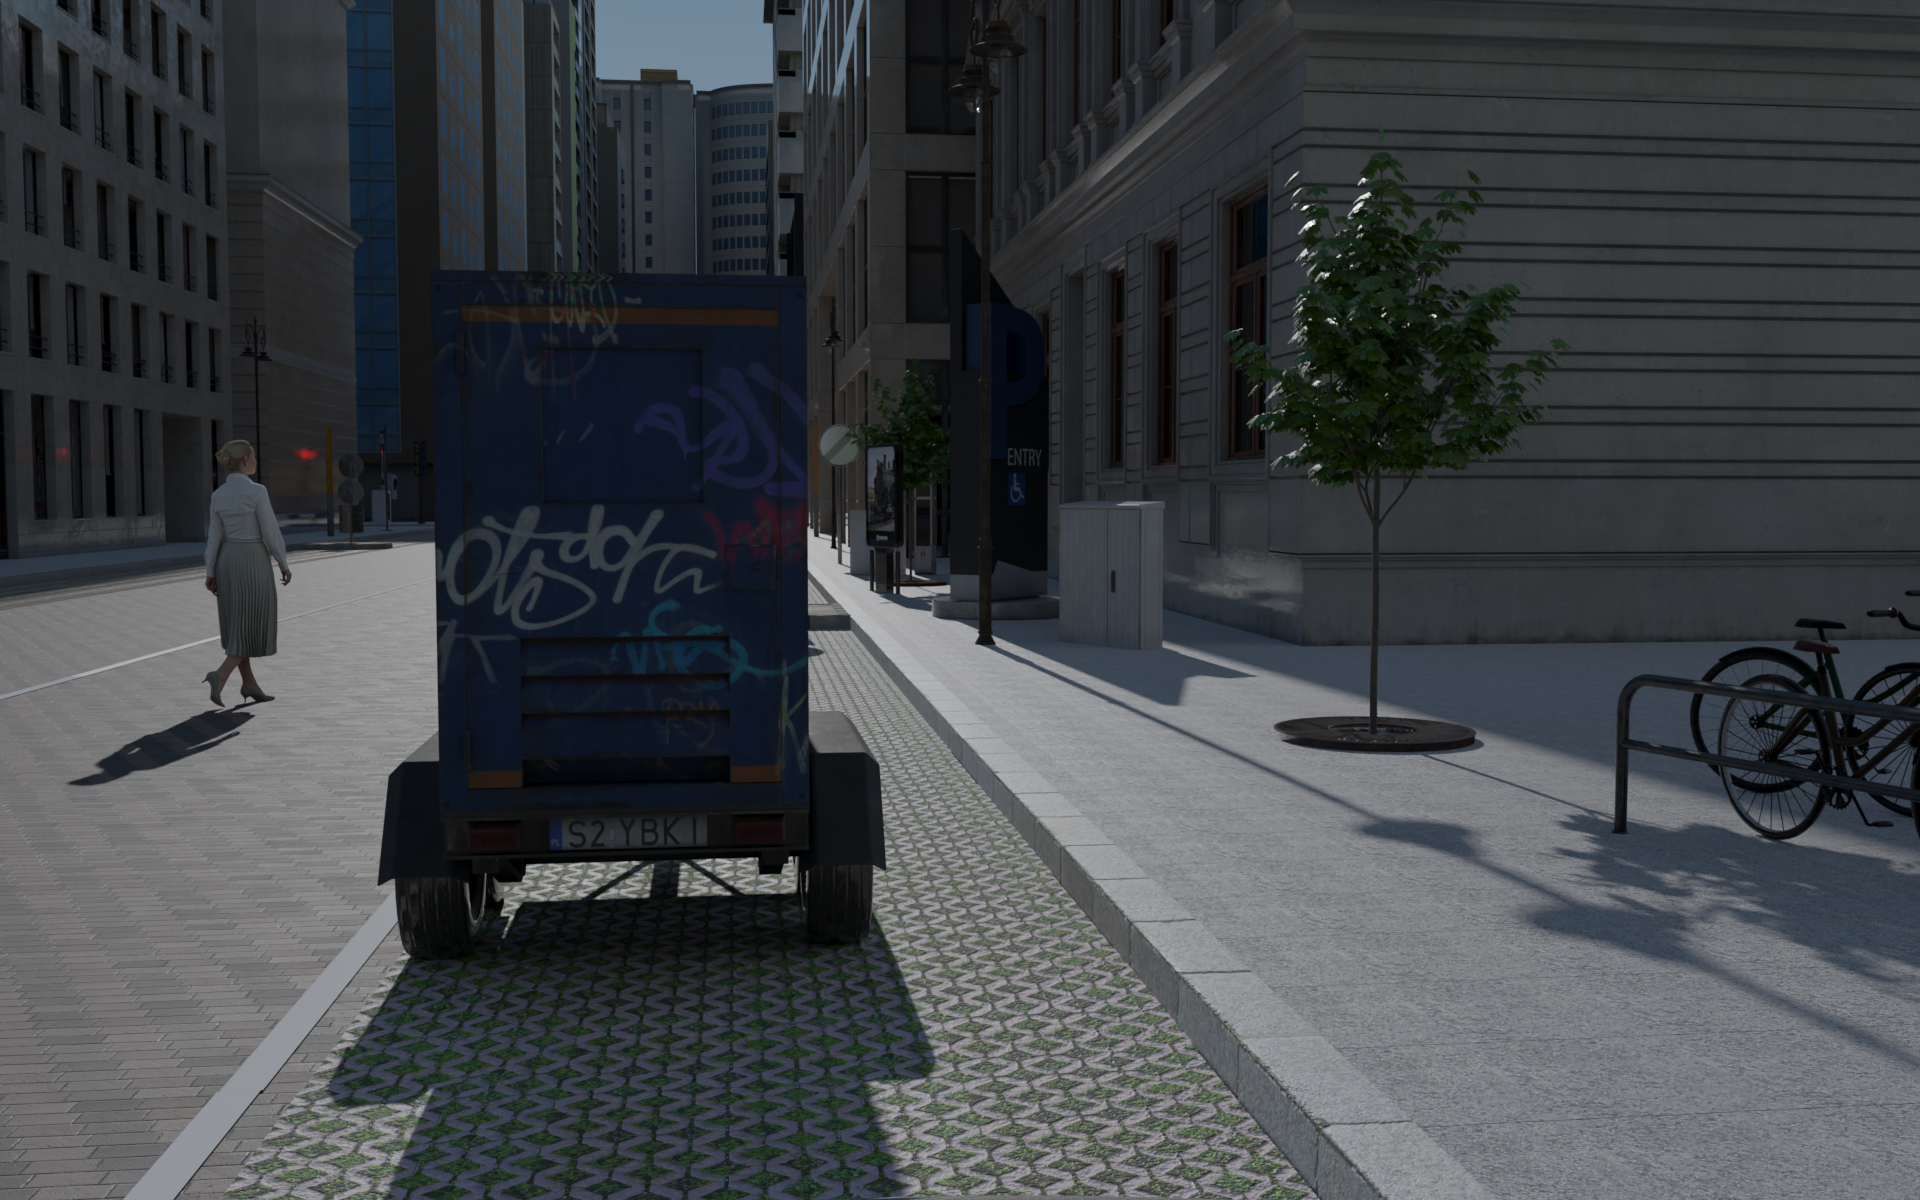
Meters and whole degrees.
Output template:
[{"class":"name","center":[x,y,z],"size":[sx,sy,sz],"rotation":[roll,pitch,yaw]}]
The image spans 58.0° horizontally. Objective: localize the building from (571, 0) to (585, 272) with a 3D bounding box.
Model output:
[{"class":"building","center":[-45.673,-51.929,161.718],"size":[22.319,86.520,31.000],"rotation":[0,4,-7]}]

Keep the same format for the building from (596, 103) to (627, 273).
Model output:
[{"class":"building","center":[-51.876,-35.914,210.890],"size":[21.600,48.544,21.300],"rotation":[0,4,-7]}]

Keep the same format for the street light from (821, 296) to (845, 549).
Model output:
[{"class":"street light","center":[-2.976,-4.150,40.648],"size":[0.468,5.910,1.993],"rotation":[0,4,-7]}]

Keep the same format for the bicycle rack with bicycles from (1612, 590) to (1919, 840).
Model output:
[{"class":"bicycle rack with bicycles","center":[3.714,0.436,6.259],"size":[2.852,0.926,2.925],"rotation":[-1,4,-21]}]

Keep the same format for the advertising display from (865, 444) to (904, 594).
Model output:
[{"class":"advertising display","center":[-0.984,-1.060,22.549],"size":[0.123,1.923,0.974],"rotation":[-2,4,-26]}]

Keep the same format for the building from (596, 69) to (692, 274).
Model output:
[{"class":"building","center":[-51.121,-42.835,242.351],"size":[28.212,58.520,21.231],"rotation":[0,4,-7]}]

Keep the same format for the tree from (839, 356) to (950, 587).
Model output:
[{"class":"tree","center":[-0.579,-1.819,24.336],"size":[1.663,3.219,1.824],"rotation":[0,3,0]}]

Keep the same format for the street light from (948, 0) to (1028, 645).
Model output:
[{"class":"street light","center":[0.216,-2.558,14.617],"size":[0.468,5.910,1.993],"rotation":[0,4,-7]}]

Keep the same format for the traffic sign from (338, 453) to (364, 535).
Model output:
[{"class":"traffic sign","center":[-19.093,-3.316,54.326],"size":[0.768,2.556,0.104],"rotation":[0,4,-6]}]

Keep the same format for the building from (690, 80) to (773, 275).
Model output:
[{"class":"building","center":[-23.131,-43.051,245.880],"size":[28.212,58.520,21.231],"rotation":[0,4,-7]}]

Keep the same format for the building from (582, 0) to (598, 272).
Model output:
[{"class":"building","center":[-48.113,-45.928,189.177],"size":[20.563,71.187,20.611],"rotation":[0,4,-7]}]

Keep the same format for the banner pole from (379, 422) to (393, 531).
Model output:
[{"class":"banner pole","center":[-19.964,-4.282,60.028],"size":[0.401,3.779,0.863],"rotation":[0,4,-1]}]

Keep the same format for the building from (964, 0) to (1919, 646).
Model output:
[{"class":"building","center":[6.558,-11.499,24.158],"size":[11.583,22.565,21.152],"rotation":[0,4,-7]}]

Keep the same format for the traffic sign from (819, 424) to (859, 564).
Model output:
[{"class":"traffic sign","center":[-2.207,-1.937,31.783],"size":[0.768,2.556,0.104],"rotation":[0,4,-7]}]

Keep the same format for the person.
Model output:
[{"class":"person","center":[-4.883,-0.183,11.721],"size":[0.478,1.798,0.641],"rotation":[2,4,28]}]

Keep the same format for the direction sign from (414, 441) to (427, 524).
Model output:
[{"class":"direction sign","center":[-23.165,-5.041,74.412],"size":[0.876,3.537,0.379],"rotation":[3,4,39]}]

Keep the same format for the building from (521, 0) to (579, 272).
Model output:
[{"class":"building","center":[-37.908,-27.716,136.749],"size":[14.154,41.232,14.086],"rotation":[0,4,-7]}]

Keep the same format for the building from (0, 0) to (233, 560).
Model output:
[{"class":"building","center":[-24.480,-11.279,39.169],"size":[10.420,20.320,16.860],"rotation":[0,4,-7]}]

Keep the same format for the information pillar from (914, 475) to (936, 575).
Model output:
[{"class":"information pillar","center":[-0.552,-1.411,27.560],"size":[0.304,2.012,0.304],"rotation":[1,4,12]}]

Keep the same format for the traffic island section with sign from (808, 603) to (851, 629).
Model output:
[{"class":"traffic island section with sign","center":[-2.254,-0.638,19.066],"size":[1.989,1.847,2.006],"rotation":[0,4,-7]}]

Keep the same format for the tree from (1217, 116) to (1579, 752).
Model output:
[{"class":"tree","center":[2.054,-0.877,8.949],"size":[1.663,3.219,1.824],"rotation":[0,3,0]}]

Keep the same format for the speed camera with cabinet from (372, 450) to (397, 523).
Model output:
[{"class":"speed camera with cabinet","center":[-25.482,-5.038,76.701],"size":[0.660,3.252,2.038],"rotation":[0,4,-3]}]

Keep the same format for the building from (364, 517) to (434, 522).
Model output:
[{"class":"building","center":[-31.384,-26.553,84.247],"size":[14.600,45.320,14.200],"rotation":[0,4,-7]}]

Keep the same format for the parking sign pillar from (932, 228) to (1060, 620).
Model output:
[{"class":"parking sign pillar","center":[0.423,-1.817,18.173],"size":[1.447,3.967,1.447],"rotation":[2,4,33]}]

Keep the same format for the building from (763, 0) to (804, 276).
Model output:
[{"class":"building","center":[-4.298,-35.395,167.943],"size":[28.713,52.752,27.495],"rotation":[0,4,-7]}]

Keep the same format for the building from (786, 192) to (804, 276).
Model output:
[{"class":"building","center":[-4.412,-17.046,108.388],"size":[12.332,23.373,15.834],"rotation":[0,4,-7]}]

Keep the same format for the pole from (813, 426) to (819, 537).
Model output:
[{"class":"pole","center":[-4.317,-3.553,51.940],"size":[0.158,3.312,0.155],"rotation":[0,3,0]}]

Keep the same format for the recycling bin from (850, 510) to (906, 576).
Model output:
[{"class":"recycling bin","center":[-1.304,-0.919,27.580],"size":[0.722,1.027,0.722],"rotation":[1,4,17]}]

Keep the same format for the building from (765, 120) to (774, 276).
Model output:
[{"class":"building","center":[-13.232,-36.212,215.775],"size":[21.300,48.544,21.600],"rotation":[0,4,-7]}]

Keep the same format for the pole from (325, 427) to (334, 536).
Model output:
[{"class":"pole","center":[-19.092,-3.585,52.457],"size":[0.158,3.312,0.155],"rotation":[0,3,0]}]

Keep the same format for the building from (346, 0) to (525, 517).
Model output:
[{"class":"building","center":[-36.762,-28.402,114.489],"size":[14.600,45.320,14.200],"rotation":[0,4,-7]}]

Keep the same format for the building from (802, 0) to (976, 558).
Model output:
[{"class":"building","center":[5.594,-15.121,51.742],"size":[19.350,26.468,34.151],"rotation":[0,4,-7]}]

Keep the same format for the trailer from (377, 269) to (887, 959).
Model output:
[{"class":"trailer","center":[-1.148,0.038,6.435],"size":[1.471,1.999,3.904],"rotation":[-1,4,-8]}]

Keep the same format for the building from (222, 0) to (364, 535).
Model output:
[{"class":"building","center":[-31.565,-16.610,57.475],"size":[20.117,28.700,13.634],"rotation":[0,4,-7]}]

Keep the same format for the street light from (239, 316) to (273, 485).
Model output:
[{"class":"street light","center":[-18.299,-4.425,45.144],"size":[0.468,5.910,1.993],"rotation":[0,4,-7]}]

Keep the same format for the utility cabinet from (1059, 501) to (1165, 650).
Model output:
[{"class":"utility cabinet","center":[1.269,-0.216,14.690],"size":[0.306,1.237,1.020],"rotation":[-3,4,-37]}]

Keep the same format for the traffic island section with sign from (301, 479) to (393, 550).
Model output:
[{"class":"traffic island section with sign","center":[-15.883,-2.226,45.026],"size":[1.989,1.847,2.006],"rotation":[0,4,-7]}]
